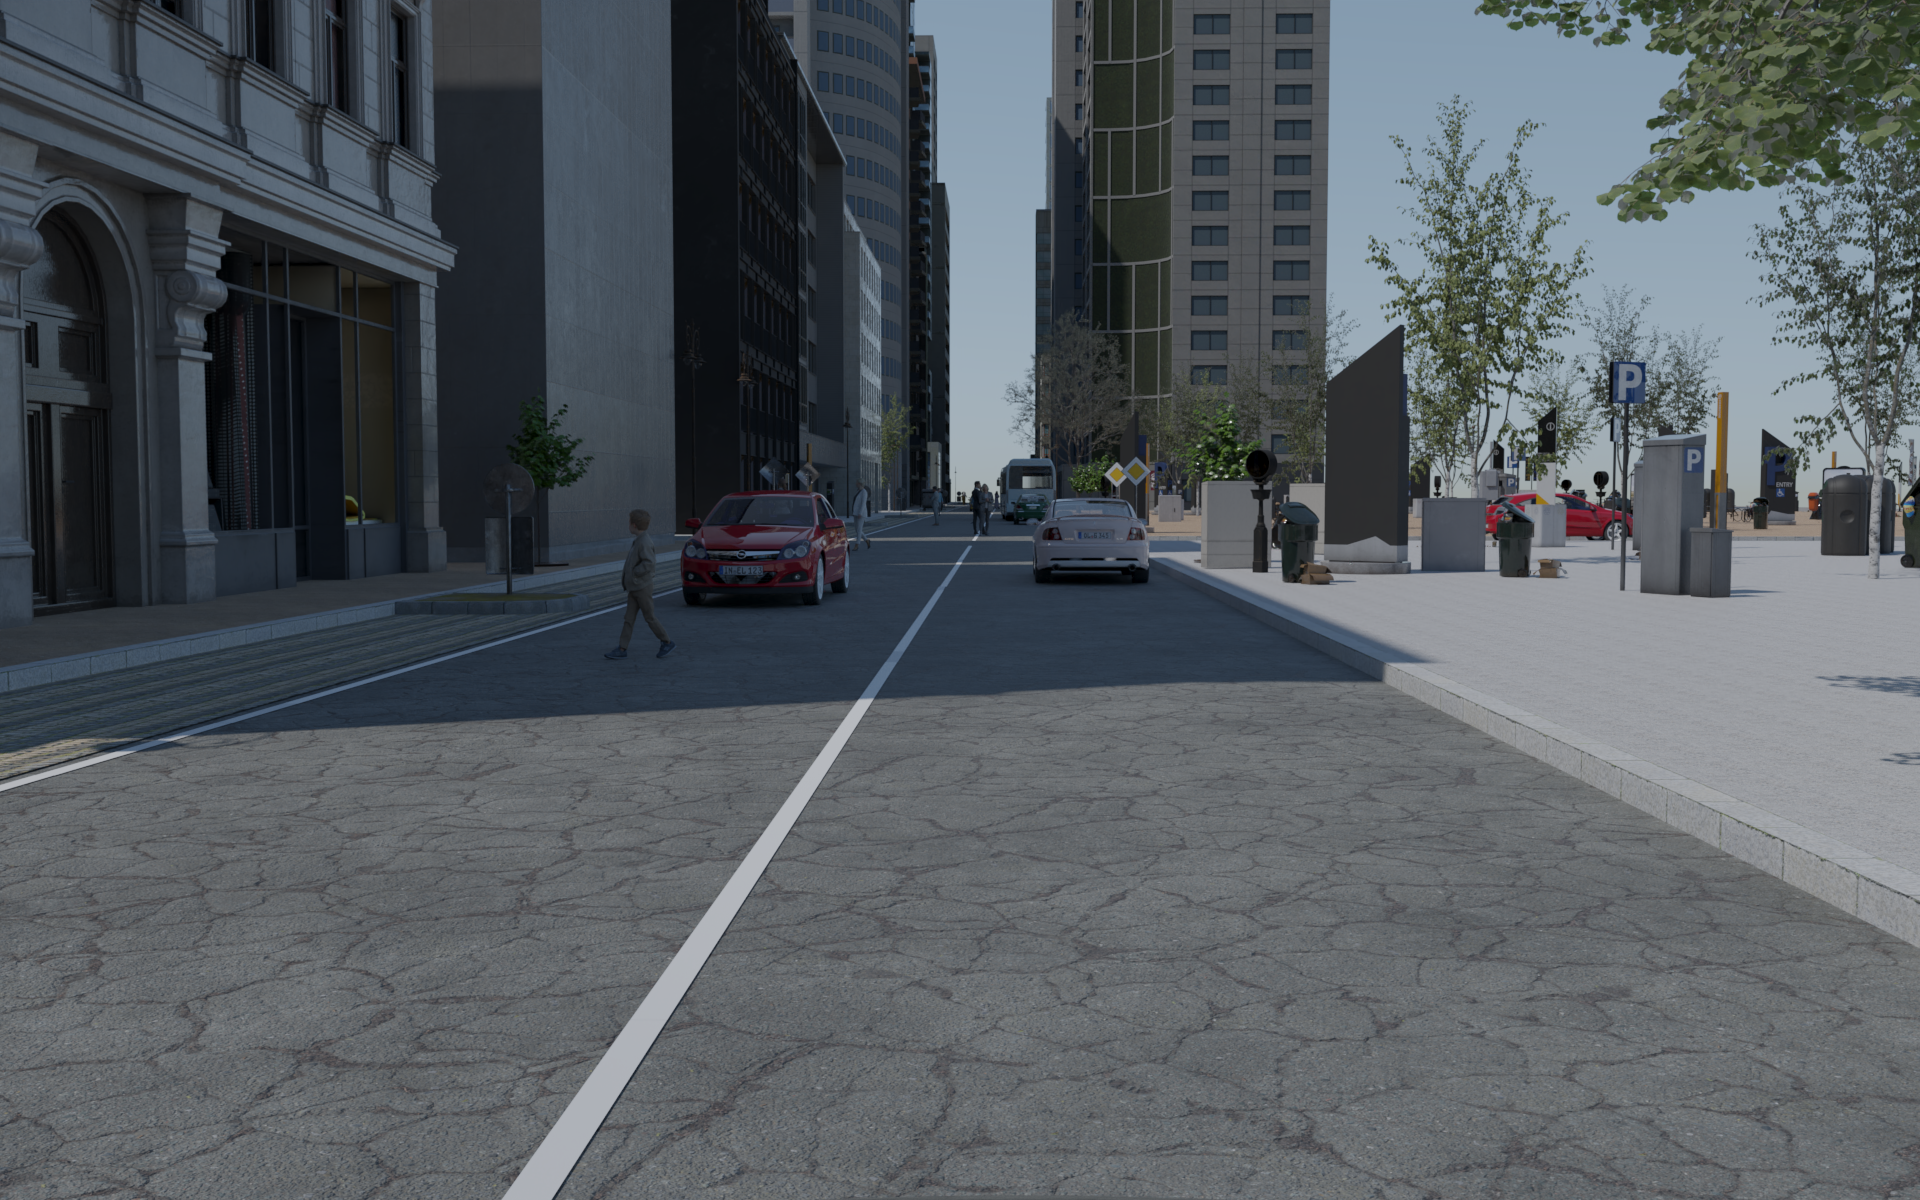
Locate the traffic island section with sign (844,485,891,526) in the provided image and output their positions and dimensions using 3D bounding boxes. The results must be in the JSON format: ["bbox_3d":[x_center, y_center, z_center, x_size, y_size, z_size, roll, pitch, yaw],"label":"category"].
[{"bbox_3d":[-4.222,-4.182,76.997,1.989,1.847,2.006,0,4,1],"label":"traffic island section with sign"}]

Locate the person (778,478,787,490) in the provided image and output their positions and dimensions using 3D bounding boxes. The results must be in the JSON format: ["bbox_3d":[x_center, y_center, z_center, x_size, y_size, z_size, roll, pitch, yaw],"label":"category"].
[{"bbox_3d":[-4.050,-1.850,39.025,0.520,1.790,0.573,-1,4,-18],"label":"person"}]

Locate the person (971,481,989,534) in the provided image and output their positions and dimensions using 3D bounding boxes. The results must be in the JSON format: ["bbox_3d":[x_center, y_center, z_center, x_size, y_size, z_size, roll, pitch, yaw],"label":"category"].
[{"bbox_3d":[0.692,-3.290,61.659,0.474,1.900,0.648,-3,4,-37],"label":"person"}]

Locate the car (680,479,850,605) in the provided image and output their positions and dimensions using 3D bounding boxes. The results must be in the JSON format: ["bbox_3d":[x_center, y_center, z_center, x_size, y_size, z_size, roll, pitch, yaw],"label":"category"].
[{"bbox_3d":[-2.600,-0.899,23.741,2.155,1.783,4.494,0,4,3],"label":"car"}]

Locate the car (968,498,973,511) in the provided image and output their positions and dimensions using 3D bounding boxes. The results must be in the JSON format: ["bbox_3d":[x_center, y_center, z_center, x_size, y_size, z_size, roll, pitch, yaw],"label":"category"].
[{"bbox_3d":[1.655,-8.223,144.673,2.015,1.641,3.980,0,4,0],"label":"car"}]

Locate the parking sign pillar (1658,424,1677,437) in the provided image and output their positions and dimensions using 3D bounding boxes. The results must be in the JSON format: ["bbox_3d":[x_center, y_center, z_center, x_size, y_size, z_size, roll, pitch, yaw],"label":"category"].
[{"bbox_3d":[27.765,-4.866,68.025,1.447,3.967,1.447,0,4,0],"label":"parking sign pillar"}]

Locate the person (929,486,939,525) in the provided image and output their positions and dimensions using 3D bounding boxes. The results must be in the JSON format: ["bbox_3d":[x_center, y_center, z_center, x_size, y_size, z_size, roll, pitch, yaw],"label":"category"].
[{"bbox_3d":[-1.184,-4.313,79.196,0.466,1.800,0.511,0,4,2],"label":"person"}]

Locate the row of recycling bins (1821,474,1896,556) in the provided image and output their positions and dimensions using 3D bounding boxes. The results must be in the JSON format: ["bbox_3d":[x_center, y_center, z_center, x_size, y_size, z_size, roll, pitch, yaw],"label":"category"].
[{"bbox_3d":[19.332,-1.837,37.141,1.069,1.692,3.534,3,5,39],"label":"row of recycling bins"}]

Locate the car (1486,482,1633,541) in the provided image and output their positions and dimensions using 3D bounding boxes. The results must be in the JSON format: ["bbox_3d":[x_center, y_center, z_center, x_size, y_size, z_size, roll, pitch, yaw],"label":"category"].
[{"bbox_3d":[17.522,-2.533,50.452,4.494,1.783,2.155,0,4,1],"label":"car"}]

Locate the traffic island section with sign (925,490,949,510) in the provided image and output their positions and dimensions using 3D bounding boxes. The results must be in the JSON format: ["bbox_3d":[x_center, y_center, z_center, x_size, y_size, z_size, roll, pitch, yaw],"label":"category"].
[{"bbox_3d":[-2.214,-8.878,153.789,1.989,1.847,2.006,0,4,1],"label":"traffic island section with sign"}]

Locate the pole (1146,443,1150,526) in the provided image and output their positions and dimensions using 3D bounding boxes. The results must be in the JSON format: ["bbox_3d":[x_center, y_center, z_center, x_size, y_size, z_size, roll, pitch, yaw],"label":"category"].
[{"bbox_3d":[7.528,-4.646,69.809,0.158,3.312,0.155,0,3,0],"label":"pole"}]

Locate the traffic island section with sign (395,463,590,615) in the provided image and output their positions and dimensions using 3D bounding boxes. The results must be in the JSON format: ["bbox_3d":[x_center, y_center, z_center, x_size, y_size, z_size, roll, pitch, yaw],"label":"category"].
[{"bbox_3d":[-5.680,-0.781,21.396,1.989,1.847,2.006,0,4,1],"label":"traffic island section with sign"}]

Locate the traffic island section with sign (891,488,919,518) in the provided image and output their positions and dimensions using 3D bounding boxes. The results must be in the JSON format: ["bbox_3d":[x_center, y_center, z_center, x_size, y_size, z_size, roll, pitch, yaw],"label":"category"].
[{"bbox_3d":[-3.501,-5.858,104.404,1.989,1.847,2.006,0,4,1],"label":"traffic island section with sign"}]

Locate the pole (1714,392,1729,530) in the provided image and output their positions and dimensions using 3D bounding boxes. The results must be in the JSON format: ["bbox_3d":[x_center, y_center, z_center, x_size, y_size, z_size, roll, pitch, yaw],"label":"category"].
[{"bbox_3d":[15.233,-2.497,34.663,0.158,3.312,0.155,0,3,0],"label":"pole"}]

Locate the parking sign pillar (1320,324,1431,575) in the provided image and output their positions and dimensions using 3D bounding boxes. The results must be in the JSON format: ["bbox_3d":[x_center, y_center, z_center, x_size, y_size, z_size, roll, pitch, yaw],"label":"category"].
[{"bbox_3d":[6.614,-2.426,28.140,1.447,3.967,1.447,3,5,39],"label":"parking sign pillar"}]

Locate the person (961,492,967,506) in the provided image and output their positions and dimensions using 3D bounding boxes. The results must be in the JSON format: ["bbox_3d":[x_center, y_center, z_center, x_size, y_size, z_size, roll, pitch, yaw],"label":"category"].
[{"bbox_3d":[0.447,-12.629,215.715,1.217,1.736,0.721,-3,5,-41],"label":"person"}]

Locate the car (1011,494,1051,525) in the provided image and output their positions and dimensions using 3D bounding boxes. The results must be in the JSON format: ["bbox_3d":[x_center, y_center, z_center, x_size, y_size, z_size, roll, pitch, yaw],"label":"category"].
[{"bbox_3d":[3.471,-4.323,82.471,2.131,1.459,4.920,0,4,2],"label":"car"}]

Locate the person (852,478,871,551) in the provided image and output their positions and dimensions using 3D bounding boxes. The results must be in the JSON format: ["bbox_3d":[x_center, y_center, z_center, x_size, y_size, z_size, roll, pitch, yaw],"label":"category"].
[{"bbox_3d":[-2.481,-2.171,43.872,0.514,1.842,0.818,3,5,42],"label":"person"}]

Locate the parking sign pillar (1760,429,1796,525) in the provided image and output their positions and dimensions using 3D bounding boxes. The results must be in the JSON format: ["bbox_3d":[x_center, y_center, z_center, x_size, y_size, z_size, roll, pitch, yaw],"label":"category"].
[{"bbox_3d":[33.695,-5.067,71.320,1.447,3.967,1.447,0,4,-2],"label":"parking sign pillar"}]

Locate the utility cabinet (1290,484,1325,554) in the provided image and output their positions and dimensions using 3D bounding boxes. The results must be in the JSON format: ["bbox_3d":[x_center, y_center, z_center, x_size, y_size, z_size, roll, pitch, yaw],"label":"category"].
[{"bbox_3d":[7.551,-1.723,36.849,0.318,1.500,1.173,-3,4,-36],"label":"utility cabinet"}]

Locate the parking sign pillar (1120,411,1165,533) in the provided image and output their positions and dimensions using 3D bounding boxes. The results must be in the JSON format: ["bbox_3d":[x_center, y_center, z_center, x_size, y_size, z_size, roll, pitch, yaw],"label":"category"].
[{"bbox_3d":[5.709,-4.202,57.179,1.447,3.967,1.447,-1,4,-16],"label":"parking sign pillar"}]

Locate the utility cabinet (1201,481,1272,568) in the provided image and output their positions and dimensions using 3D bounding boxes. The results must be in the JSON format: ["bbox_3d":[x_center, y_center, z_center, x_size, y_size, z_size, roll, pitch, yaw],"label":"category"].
[{"bbox_3d":[4.757,-1.293,29.824,1.173,1.500,0.318,-1,4,-12],"label":"utility cabinet"}]

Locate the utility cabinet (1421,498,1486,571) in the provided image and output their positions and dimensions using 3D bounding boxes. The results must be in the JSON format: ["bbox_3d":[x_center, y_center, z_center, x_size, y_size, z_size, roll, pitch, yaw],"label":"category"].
[{"bbox_3d":[8.228,-1.085,28.895,1.020,1.237,0.306,1,4,12],"label":"utility cabinet"}]

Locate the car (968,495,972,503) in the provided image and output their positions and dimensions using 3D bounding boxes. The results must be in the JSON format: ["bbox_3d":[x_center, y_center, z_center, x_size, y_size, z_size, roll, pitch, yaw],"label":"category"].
[{"bbox_3d":[2.079,-12.668,219.122,2.014,1.417,4.499,0,4,2],"label":"car"}]

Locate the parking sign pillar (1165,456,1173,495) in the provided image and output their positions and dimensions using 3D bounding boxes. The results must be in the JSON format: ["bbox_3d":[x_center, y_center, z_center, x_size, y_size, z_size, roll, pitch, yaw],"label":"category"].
[{"bbox_3d":[12.424,-7.174,105.766,1.447,3.967,1.447,-2,4,-31],"label":"parking sign pillar"}]

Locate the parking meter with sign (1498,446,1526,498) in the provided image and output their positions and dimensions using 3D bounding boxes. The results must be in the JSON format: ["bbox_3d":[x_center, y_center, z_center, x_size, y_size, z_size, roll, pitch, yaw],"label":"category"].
[{"bbox_3d":[20.072,-4.114,63.523,0.543,3.016,1.738,0,4,-8],"label":"parking meter with sign"}]

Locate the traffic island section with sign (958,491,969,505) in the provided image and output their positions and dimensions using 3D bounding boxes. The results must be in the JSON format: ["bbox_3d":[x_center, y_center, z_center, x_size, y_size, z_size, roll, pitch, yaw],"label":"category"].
[{"bbox_3d":[-0.050,-13.952,236.748,1.989,1.847,2.006,0,4,1],"label":"traffic island section with sign"}]

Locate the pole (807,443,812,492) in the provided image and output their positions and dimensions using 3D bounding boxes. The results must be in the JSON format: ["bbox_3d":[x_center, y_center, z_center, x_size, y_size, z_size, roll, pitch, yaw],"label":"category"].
[{"bbox_3d":[-6.077,-4.649,69.855,0.158,3.312,0.155,0,3,0],"label":"pole"}]

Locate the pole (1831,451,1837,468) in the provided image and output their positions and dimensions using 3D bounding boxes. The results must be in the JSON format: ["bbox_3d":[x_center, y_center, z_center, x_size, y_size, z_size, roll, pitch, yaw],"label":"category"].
[{"bbox_3d":[41.626,-5.425,82.544,0.158,3.312,0.155,0,3,0],"label":"pole"}]

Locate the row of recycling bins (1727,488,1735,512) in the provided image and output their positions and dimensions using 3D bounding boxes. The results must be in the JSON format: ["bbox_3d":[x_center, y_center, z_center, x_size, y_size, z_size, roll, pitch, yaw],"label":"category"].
[{"bbox_3d":[53.291,-7.067,122.664,1.069,1.692,3.534,-2,4,-27],"label":"row of recycling bins"}]

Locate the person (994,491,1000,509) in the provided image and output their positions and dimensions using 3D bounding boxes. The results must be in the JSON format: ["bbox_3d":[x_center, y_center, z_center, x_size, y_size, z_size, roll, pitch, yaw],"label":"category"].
[{"bbox_3d":[3.634,-9.881,170.717,0.621,1.740,0.551,2,4,29],"label":"person"}]

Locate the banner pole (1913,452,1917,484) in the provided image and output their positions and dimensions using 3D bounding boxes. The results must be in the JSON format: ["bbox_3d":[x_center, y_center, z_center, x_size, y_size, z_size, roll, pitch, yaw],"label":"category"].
[{"bbox_3d":[55.596,-6.786,100.961,0.401,3.779,0.863,1,4,11],"label":"banner pole"}]

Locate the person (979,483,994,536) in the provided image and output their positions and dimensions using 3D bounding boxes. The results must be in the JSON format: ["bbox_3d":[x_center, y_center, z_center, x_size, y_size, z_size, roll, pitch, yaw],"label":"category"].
[{"bbox_3d":[0.922,-3.132,59.891,0.537,1.800,0.526,0,4,-1],"label":"person"}]

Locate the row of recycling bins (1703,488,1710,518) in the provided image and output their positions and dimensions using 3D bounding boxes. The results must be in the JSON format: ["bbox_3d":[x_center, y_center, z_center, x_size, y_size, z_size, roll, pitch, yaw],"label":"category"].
[{"bbox_3d":[38.005,-5.229,92.606,3.534,1.692,1.069,1,4,14],"label":"row of recycling bins"}]

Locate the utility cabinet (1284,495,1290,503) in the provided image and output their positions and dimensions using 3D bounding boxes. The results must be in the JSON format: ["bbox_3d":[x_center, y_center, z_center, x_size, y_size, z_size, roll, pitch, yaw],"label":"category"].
[{"bbox_3d":[21.621,-6.225,112.942,1.020,1.237,0.306,-2,4,-26],"label":"utility cabinet"}]

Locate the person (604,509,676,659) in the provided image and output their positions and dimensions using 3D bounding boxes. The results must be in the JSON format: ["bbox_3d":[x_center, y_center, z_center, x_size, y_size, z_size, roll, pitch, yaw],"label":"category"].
[{"bbox_3d":[-2.774,-0.141,15.084,0.640,1.303,0.475,-3,4,-36],"label":"person"}]

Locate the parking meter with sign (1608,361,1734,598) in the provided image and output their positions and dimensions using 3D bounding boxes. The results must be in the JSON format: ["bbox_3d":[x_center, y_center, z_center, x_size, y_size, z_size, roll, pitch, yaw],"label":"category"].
[{"bbox_3d":[9.102,-1.582,22.125,0.543,3.016,1.738,-1,4,-22],"label":"parking meter with sign"}]

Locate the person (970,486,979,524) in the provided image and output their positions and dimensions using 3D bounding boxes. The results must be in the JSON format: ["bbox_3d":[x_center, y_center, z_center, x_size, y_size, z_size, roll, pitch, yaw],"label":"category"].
[{"bbox_3d":[0.832,-4.619,83.890,0.748,1.841,0.638,-1,4,-23],"label":"person"}]

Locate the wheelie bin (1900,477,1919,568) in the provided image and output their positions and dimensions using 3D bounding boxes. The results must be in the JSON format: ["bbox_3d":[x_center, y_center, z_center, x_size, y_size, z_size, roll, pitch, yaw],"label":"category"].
[{"bbox_3d":[16.833,-1.355,30.059,0.980,1.594,0.693,-2,4,-29],"label":"wheelie bin"}]

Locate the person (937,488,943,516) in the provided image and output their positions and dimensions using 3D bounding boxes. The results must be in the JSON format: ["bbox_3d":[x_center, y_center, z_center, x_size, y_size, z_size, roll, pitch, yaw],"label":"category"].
[{"bbox_3d":[-1.438,-6.457,113.933,0.638,1.841,0.748,-1,4,-13],"label":"person"}]

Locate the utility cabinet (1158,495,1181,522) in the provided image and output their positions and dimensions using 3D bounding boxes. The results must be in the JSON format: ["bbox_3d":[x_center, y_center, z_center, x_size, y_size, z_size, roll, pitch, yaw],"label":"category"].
[{"bbox_3d":[9.644,-4.185,79.589,1.020,1.237,0.306,0,4,-3],"label":"utility cabinet"}]

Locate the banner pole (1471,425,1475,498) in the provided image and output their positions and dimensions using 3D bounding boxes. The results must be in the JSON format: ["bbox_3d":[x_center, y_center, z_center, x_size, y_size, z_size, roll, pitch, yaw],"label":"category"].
[{"bbox_3d":[18.623,-4.459,62.922,0.401,3.779,0.863,1,4,17],"label":"banner pole"}]

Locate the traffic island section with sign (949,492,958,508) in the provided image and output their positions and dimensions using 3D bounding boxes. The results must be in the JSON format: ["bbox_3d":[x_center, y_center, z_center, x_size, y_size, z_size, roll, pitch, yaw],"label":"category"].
[{"bbox_3d":[-1.506,-10.526,180.735,1.989,1.847,2.006,0,4,1],"label":"traffic island section with sign"}]

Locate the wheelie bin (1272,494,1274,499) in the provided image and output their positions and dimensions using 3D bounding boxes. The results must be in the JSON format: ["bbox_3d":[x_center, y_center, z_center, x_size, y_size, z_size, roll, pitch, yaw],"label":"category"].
[{"bbox_3d":[21.503,-6.896,120.652,0.693,1.594,0.980,1,4,15],"label":"wheelie bin"}]

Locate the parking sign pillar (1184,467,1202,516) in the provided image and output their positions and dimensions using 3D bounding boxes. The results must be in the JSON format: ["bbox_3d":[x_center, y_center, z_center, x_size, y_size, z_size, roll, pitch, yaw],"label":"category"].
[{"bbox_3d":[14.203,-7.073,104.118,1.447,3.967,1.447,0,4,-1],"label":"parking sign pillar"}]

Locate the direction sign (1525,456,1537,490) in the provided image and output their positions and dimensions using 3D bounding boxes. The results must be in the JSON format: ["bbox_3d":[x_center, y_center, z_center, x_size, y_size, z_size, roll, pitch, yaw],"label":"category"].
[{"bbox_3d":[34.422,-6.868,104.284,0.876,3.537,0.379,-1,4,-9],"label":"direction sign"}]

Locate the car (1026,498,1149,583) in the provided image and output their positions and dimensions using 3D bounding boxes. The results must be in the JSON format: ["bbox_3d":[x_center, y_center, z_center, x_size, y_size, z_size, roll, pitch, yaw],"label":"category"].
[{"bbox_3d":[2.171,-1.039,29.344,2.083,1.381,4.827,0,4,2],"label":"car"}]
